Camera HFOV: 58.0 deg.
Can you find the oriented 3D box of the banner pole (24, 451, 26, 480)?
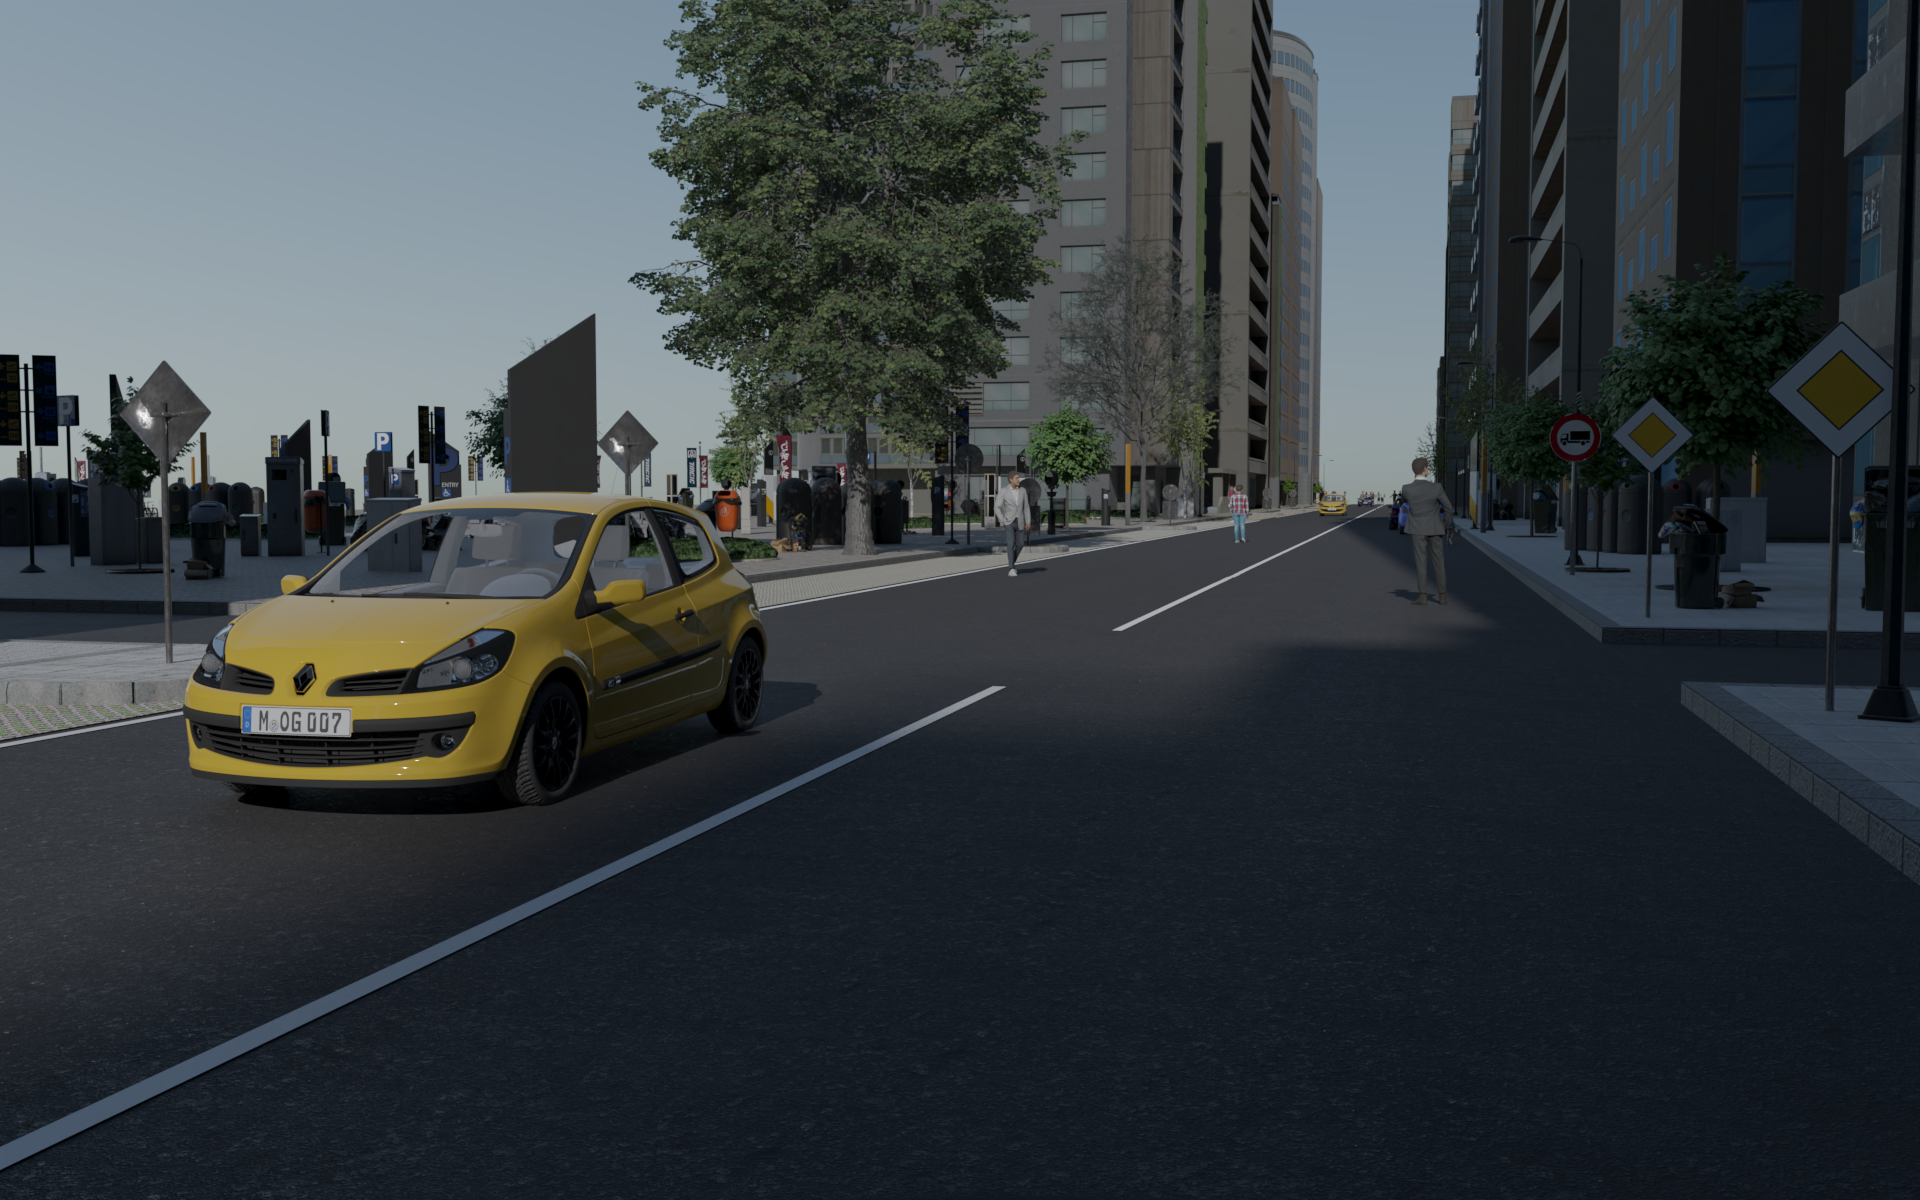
[{"bbox_3d":[-53.798,-6.696,99.495,0.401,3.779,0.863,0,4,-8],"label":"banner pole"}]

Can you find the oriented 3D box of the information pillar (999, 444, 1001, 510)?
[{"bbox_3d":[1.876,-5.514,81.513,0.183,3.616,0.504,0,4,5],"label":"information pillar"}]

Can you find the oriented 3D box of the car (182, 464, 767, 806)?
[{"bbox_3d":[-2.403,0.055,9.320,2.015,1.641,3.980,1,4,13],"label":"car"}]

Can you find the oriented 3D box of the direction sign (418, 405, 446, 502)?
[{"bbox_3d":[-13.576,-3.217,44.593,0.379,3.537,0.876,2,4,31],"label":"direction sign"}]

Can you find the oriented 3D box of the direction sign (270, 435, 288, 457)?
[{"bbox_3d":[-26.054,-4.549,66.376,0.876,3.537,0.379,2,4,26],"label":"direction sign"}]

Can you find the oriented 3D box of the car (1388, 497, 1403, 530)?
[{"bbox_3d":[18.409,-3.545,70.538,1.945,1.354,3.894,1,4,16],"label":"car"}]

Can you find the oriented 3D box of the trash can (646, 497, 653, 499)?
[{"bbox_3d":[-15.290,-4.440,84.242,0.748,1.137,0.748,0,3,0],"label":"trash can"}]

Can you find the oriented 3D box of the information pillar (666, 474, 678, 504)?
[{"bbox_3d":[-10.525,-3.598,63.326,0.304,2.012,0.304,3,5,42],"label":"information pillar"}]

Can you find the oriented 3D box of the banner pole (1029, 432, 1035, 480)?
[{"bbox_3d":[2.901,-4.869,69.620,0.401,3.779,0.863,1,4,21],"label":"banner pole"}]

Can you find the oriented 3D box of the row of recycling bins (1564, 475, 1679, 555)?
[{"bbox_3d":[14.439,-1.907,38.286,1.069,1.692,3.534,0,4,-4],"label":"row of recycling bins"}]

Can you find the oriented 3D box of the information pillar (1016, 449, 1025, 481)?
[{"bbox_3d":[3.124,-5.962,88.834,0.504,3.616,0.183,-1,4,-13],"label":"information pillar"}]

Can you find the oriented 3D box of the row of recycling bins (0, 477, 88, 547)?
[{"bbox_3d":[-22.937,-2.240,43.738,1.069,1.692,3.534,1,4,12],"label":"row of recycling bins"}]

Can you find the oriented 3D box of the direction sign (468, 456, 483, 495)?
[{"bbox_3d":[-28.721,-6.774,102.759,0.876,3.537,0.379,0,4,-2],"label":"direction sign"}]

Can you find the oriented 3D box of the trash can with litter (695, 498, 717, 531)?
[{"bbox_3d":[-6.469,-1.961,43.443,0.624,1.170,1.055,2,4,35],"label":"trash can with litter"}]

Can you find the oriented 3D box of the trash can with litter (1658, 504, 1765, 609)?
[{"bbox_3d":[8.487,-0.499,19.541,1.055,1.170,0.624,-1,4,-17],"label":"trash can with litter"}]

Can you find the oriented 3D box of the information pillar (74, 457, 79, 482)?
[{"bbox_3d":[-55.869,-7.232,109.590,0.504,3.616,0.183,3,5,45],"label":"information pillar"}]

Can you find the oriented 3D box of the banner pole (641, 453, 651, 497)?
[{"bbox_3d":[-13.204,-5.054,72.646,0.863,3.779,0.401,3,5,40],"label":"banner pole"}]

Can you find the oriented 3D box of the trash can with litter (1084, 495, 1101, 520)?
[{"bbox_3d":[6.716,-4.718,88.196,1.678,1.210,2.233,1,4,16],"label":"trash can with litter"}]

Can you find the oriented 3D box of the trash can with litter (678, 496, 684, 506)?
[{"bbox_3d":[-13.170,-4.224,80.121,2.233,1.210,1.678,3,4,37],"label":"trash can with litter"}]

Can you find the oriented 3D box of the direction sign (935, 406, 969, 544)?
[{"bbox_3d":[-0.205,-3.209,44.456,0.876,3.537,0.379,0,3,0],"label":"direction sign"}]

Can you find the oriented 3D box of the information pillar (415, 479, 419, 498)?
[{"bbox_3d":[-26.716,-4.925,85.022,0.304,2.012,0.304,-1,4,-17],"label":"information pillar"}]

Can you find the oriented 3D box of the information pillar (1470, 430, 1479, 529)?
[{"bbox_3d":[18.854,-4.411,63.468,0.183,3.616,0.504,-1,4,-12],"label":"information pillar"}]

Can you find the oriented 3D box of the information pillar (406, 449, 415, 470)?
[{"bbox_3d":[-28.612,-6.051,90.284,0.183,3.616,0.504,2,4,29],"label":"information pillar"}]

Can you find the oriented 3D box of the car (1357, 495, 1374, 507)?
[{"bbox_3d":[46.874,-11.464,200.016,1.945,1.354,3.894,1,4,16],"label":"car"}]

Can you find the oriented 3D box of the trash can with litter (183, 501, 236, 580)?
[{"bbox_3d":[-11.434,-0.914,26.335,0.624,1.170,1.055,-1,4,-12],"label":"trash can with litter"}]

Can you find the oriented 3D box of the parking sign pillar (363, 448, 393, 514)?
[{"bbox_3d":[-26.576,-5.547,79.160,1.447,3.967,1.447,3,4,37],"label":"parking sign pillar"}]

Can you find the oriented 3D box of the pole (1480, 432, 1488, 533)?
[{"bbox_3d":[17.307,-3.874,57.189,0.158,3.312,0.155,0,3,0],"label":"pole"}]

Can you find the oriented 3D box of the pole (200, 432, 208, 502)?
[{"bbox_3d":[-24.864,-3.863,56.995,0.158,3.312,0.155,0,3,0],"label":"pole"}]

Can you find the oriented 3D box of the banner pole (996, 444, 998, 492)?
[{"bbox_3d":[1.854,-5.941,87.157,0.401,3.779,0.863,0,4,4],"label":"banner pole"}]

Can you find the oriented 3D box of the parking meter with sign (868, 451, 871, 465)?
[{"bbox_3d":[-4.243,-4.606,71.577,0.543,3.016,1.738,-1,4,-23],"label":"parking meter with sign"}]

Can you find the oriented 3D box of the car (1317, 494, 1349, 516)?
[{"bbox_3d":[24.456,-6.315,113.481,2.015,1.641,3.980,1,4,15],"label":"car"}]

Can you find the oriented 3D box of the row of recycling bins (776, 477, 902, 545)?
[{"bbox_3d":[-3.004,-2.252,43.926,3.534,1.692,1.069,-2,4,-35],"label":"row of recycling bins"}]

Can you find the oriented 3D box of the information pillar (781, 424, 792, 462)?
[{"bbox_3d":[-5.720,-4.016,57.017,0.183,3.616,0.504,2,4,33],"label":"information pillar"}]

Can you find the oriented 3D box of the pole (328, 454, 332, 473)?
[{"bbox_3d":[-32.414,-5.832,89.202,0.158,3.312,0.155,0,3,0],"label":"pole"}]

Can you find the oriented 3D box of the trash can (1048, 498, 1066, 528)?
[{"bbox_3d":[3.677,-3.276,65.215,0.748,1.137,0.748,0,3,0],"label":"trash can"}]

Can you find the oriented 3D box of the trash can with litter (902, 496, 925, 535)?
[{"bbox_3d":[-1.955,-2.691,55.059,1.678,1.210,2.233,1,4,13],"label":"trash can with litter"}]

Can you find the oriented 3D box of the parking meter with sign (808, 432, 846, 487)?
[{"bbox_3d":[-3.786,-3.118,47.247,1.738,3.016,0.543,-1,4,-22],"label":"parking meter with sign"}]

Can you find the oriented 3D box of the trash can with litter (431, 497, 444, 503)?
[{"bbox_3d":[-18.523,-3.111,62.257,0.624,1.170,1.055,2,4,24],"label":"trash can with litter"}]

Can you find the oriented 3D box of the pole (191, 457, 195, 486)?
[{"bbox_3d":[-41.888,-6.165,94.644,0.158,3.312,0.155,0,3,0],"label":"pole"}]

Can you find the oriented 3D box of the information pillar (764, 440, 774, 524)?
[{"bbox_3d":[-8.254,-5.106,74.839,0.504,3.616,0.183,-3,5,-43],"label":"information pillar"}]

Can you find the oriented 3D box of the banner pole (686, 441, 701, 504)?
[{"bbox_3d":[-12.561,-5.640,82.227,0.863,3.779,0.401,-1,4,-10],"label":"banner pole"}]

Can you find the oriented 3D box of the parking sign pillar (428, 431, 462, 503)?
[{"bbox_3d":[-21.683,-5.163,72.891,1.447,3.967,1.447,-2,4,-31],"label":"parking sign pillar"}]

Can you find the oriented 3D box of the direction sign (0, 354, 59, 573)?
[{"bbox_3d":[-15.166,-2.215,28.216,0.876,3.537,0.379,-1,4,-20],"label":"direction sign"}]

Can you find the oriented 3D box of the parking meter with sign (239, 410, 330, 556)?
[{"bbox_3d":[-13.968,-2.419,35.818,1.738,3.016,0.543,-1,4,-11],"label":"parking meter with sign"}]

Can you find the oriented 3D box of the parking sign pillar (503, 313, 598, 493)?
[{"bbox_3d":[-6.083,-2.280,25.750,1.447,3.967,1.447,-2,4,-28],"label":"parking sign pillar"}]

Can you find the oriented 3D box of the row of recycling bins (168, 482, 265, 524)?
[{"bbox_3d":[-25.978,-3.235,60.001,3.534,1.692,1.069,1,4,20],"label":"row of recycling bins"}]

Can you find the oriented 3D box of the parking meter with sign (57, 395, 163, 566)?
[{"bbox_3d":[-15.321,-2.144,31.323,0.543,3.016,1.738,2,4,30],"label":"parking meter with sign"}]

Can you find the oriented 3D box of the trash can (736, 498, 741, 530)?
[{"bbox_3d":[-8.067,-3.129,62.817,0.748,1.137,0.748,0,3,0],"label":"trash can"}]

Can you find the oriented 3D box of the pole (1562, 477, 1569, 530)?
[{"bbox_3d":[21.908,-4.205,62.591,0.158,3.312,0.155,0,3,0],"label":"pole"}]

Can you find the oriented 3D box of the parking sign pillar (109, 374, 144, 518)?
[{"bbox_3d":[-19.058,-3.129,39.634,1.447,3.967,1.447,-1,4,-15],"label":"parking sign pillar"}]

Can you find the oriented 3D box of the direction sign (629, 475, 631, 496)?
[{"bbox_3d":[-12.185,-4.403,63.986,0.379,3.537,0.876,0,3,0],"label":"direction sign"}]

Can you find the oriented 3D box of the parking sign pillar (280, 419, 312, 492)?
[{"bbox_3d":[-23.771,-4.493,61.940,1.447,3.967,1.447,1,4,16],"label":"parking sign pillar"}]

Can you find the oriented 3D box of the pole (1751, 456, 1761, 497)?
[{"bbox_3d":[19.569,-2.980,42.561,0.158,3.312,0.155,0,3,0],"label":"pole"}]

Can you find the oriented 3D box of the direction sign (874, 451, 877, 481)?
[{"bbox_3d":[-4.477,-6.086,91.509,0.379,3.537,0.876,0,4,5],"label":"direction sign"}]

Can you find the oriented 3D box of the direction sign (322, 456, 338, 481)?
[{"bbox_3d":[-37.335,-6.772,102.723,0.876,3.537,0.379,-2,4,-27],"label":"direction sign"}]

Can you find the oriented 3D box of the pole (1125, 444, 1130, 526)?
[{"bbox_3d":[6.832,-4.686,70.466,0.158,3.312,0.155,0,3,0],"label":"pole"}]

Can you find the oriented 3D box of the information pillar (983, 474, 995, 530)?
[{"bbox_3d":[1.084,-3.556,62.631,0.304,2.012,0.304,-1,4,-22],"label":"information pillar"}]

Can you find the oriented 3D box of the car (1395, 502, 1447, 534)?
[{"bbox_3d":[16.818,-3.263,62.938,1.945,1.707,3.694,1,4,14],"label":"car"}]

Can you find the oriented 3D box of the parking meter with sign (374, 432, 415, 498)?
[{"bbox_3d":[-15.872,-3.248,49.366,0.543,3.016,1.738,1,4,19],"label":"parking meter with sign"}]
